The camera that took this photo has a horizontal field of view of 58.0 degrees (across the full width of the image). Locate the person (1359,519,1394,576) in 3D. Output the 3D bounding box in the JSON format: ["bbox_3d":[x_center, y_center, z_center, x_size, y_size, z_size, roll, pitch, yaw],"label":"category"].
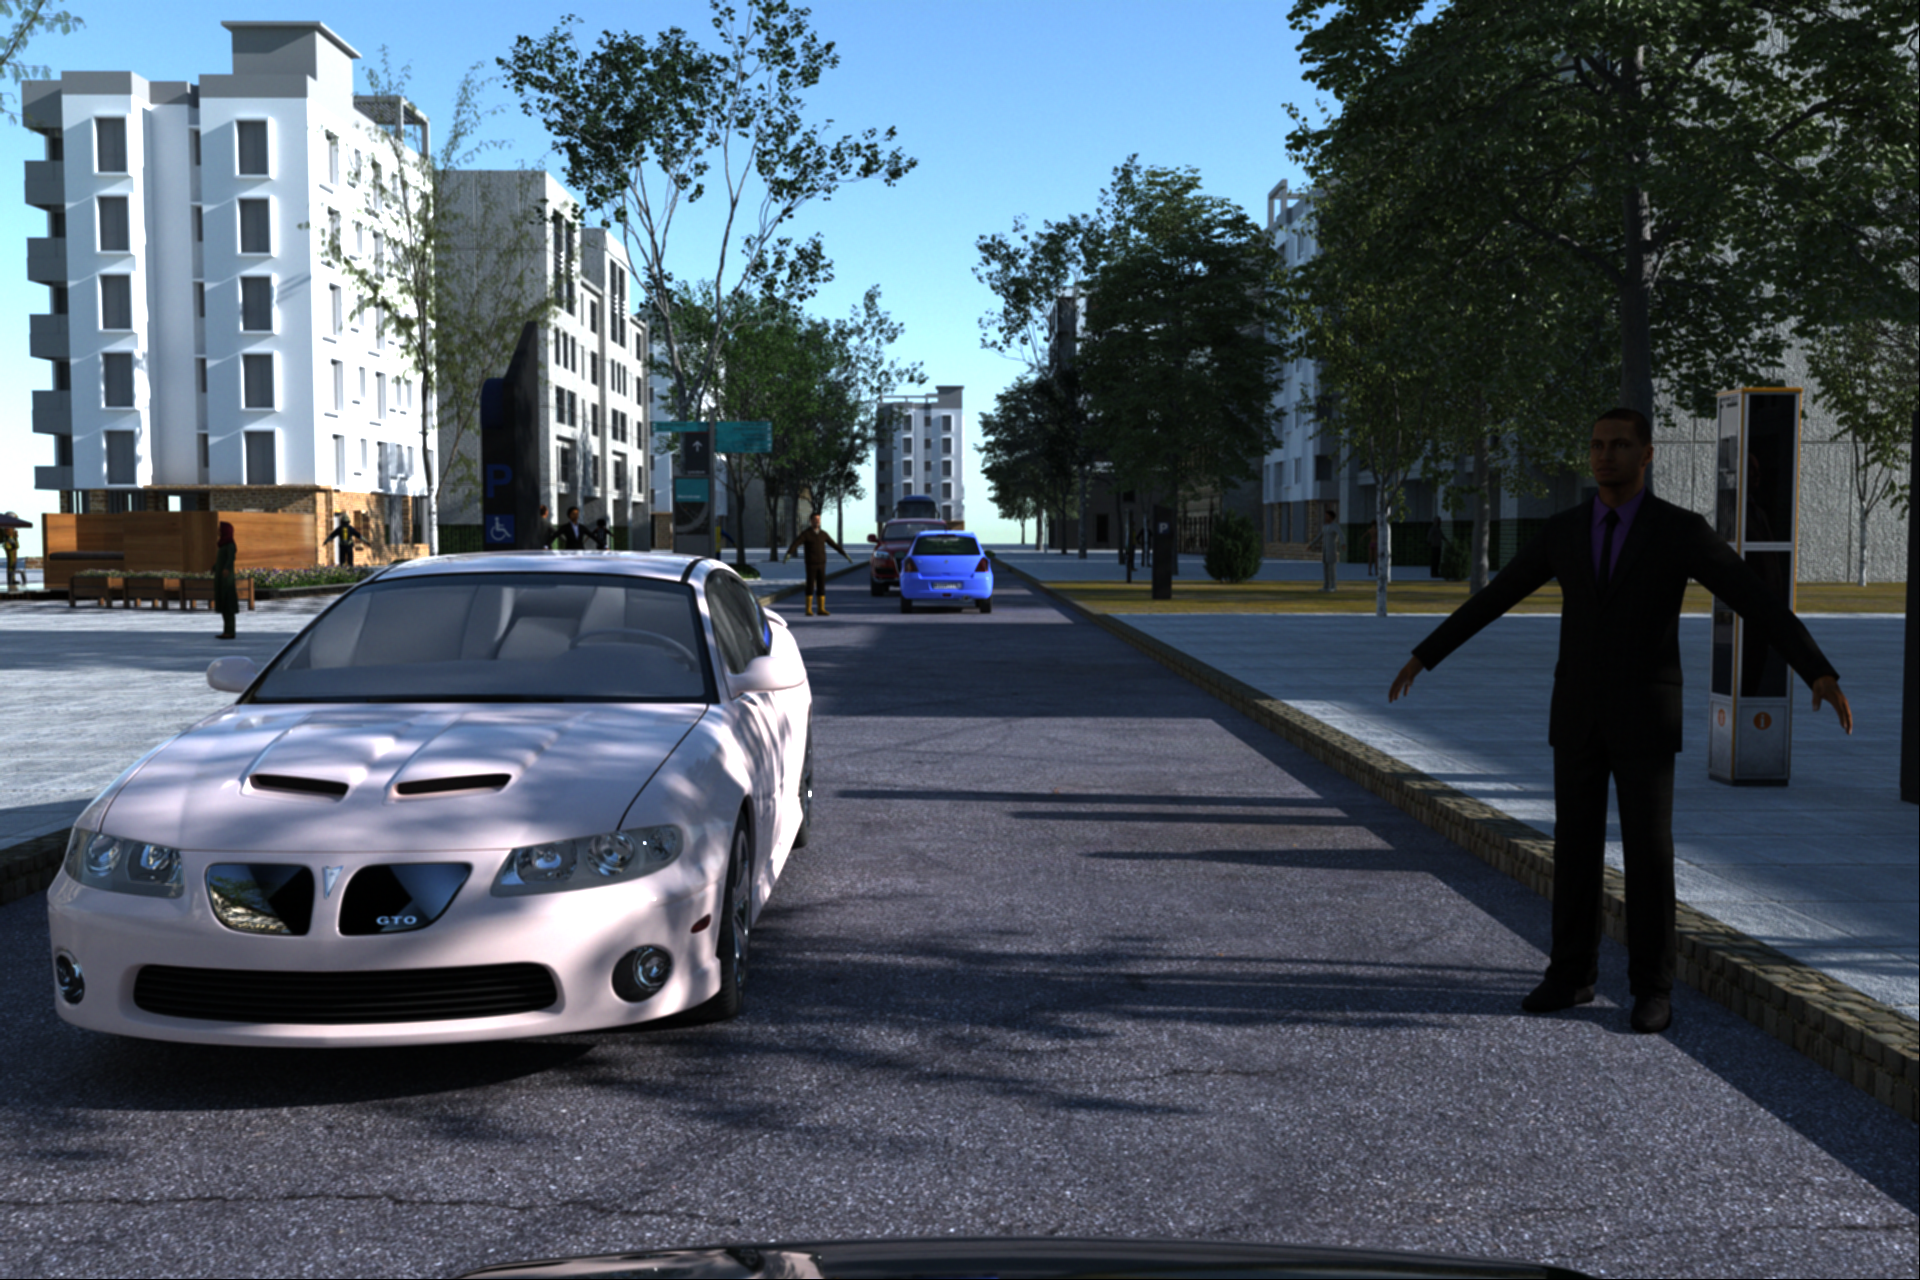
[{"bbox_3d":[12.861,-2.862,53.589,0.721,1.733,1.217,-3,5,-43],"label":"person"}]

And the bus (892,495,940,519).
[{"bbox_3d":[-2.721,-7.393,112.416,2.896,3.916,12.251,0,4,0],"label":"bus"}]

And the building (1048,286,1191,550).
[{"bbox_3d":[21.905,-19.281,159.222,27.936,21.610,32.646,0,4,0],"label":"building"}]

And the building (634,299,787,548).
[{"bbox_3d":[-27.116,-20.629,168.216,19.493,23.208,18.063,0,3,0],"label":"building"}]

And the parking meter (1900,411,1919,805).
[{"bbox_3d":[4.731,-0.153,8.205,0.399,1.863,0.255,0,4,0],"label":"parking meter"}]

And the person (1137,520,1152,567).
[{"bbox_3d":[7.285,-3.769,67.553,0.705,1.837,1.347,-2,4,-34],"label":"person"}]

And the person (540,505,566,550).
[{"bbox_3d":[-7.402,-1.501,30.820,1.348,1.796,0.705,1,4,19],"label":"person"}]

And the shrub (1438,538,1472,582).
[{"bbox_3d":[13.292,-2.159,46.409,1.383,1.207,1.383,0,3,0],"label":"shrub"}]

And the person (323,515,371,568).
[{"bbox_3d":[-18.145,-2.779,51.208,1.354,1.856,0.705,-1,4,-11],"label":"person"}]

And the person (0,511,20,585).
[{"bbox_3d":[-24.121,-2.344,44.087,0.705,1.858,1.354,-2,4,-26],"label":"person"}]

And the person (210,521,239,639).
[{"bbox_3d":[-9.052,-0.734,21.212,0.599,1.438,0.989,-2,4,-32],"label":"person"}]

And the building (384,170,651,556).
[{"bbox_3d":[-28.838,-14.291,100.111,16.747,18.905,31.486,0,4,-1],"label":"building"}]

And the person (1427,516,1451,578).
[{"bbox_3d":[14.054,-2.744,50.987,0.705,1.813,1.348,3,5,42],"label":"person"}]

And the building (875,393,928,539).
[{"bbox_3d":[-10.621,-22.386,224.885,11.380,20.090,16.016,0,4,2],"label":"building"}]

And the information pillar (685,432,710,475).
[{"bbox_3d":[-6.492,-3.299,43.311,0.750,3.857,0.750,0,4,0],"label":"information pillar"}]

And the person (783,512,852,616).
[{"bbox_3d":[-2.527,-1.335,30.421,1.346,1.812,0.704,-2,4,-32],"label":"person"}]

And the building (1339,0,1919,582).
[{"bbox_3d":[25.479,-11.923,61.400,16.747,18.905,31.486,0,4,0],"label":"building"}]

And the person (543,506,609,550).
[{"bbox_3d":[-6.391,-1.353,28.840,1.216,1.740,0.721,-2,4,-31],"label":"person"}]

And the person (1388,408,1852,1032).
[{"bbox_3d":[1.932,0.217,5.138,1.346,1.802,0.704,3,5,41],"label":"person"}]

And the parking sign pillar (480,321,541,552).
[{"bbox_3d":[-5.535,-2.013,21.385,1.447,3.967,1.447,0,4,-1],"label":"parking sign pillar"}]

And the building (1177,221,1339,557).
[{"bbox_3d":[23.869,-16.863,106.639,19.493,23.208,18.063,0,4,-1],"label":"building"}]

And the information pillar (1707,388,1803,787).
[{"bbox_3d":[4.064,-0.268,8.873,0.304,2.012,0.304,0,3,0],"label":"information pillar"}]

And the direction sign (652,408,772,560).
[{"bbox_3d":[-5.249,-2.965,37.240,2.525,3.948,1.411,0,4,-1],"label":"direction sign"}]

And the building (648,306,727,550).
[{"bbox_3d":[-26.062,-17.644,144.907,16.016,20.090,11.380,0,4,-1],"label":"building"}]

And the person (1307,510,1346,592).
[{"bbox_3d":[8.234,-1.987,38.678,0.705,1.806,1.347,-2,4,-24],"label":"person"}]

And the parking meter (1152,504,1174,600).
[{"bbox_3d":[3.970,-1.723,33.877,0.399,1.863,0.255,0,4,-2],"label":"parking meter"}]

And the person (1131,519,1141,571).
[{"bbox_3d":[6.011,-3.333,60.457,0.705,1.833,1.349,2,4,23],"label":"person"}]

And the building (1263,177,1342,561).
[{"bbox_3d":[21.793,-14.509,93.639,16.016,20.090,11.380,0,3,0],"label":"building"}]

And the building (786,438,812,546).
[{"bbox_3d":[-26.655,-22.222,194.261,19.493,23.208,18.063,0,4,0],"label":"building"}]

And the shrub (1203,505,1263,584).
[{"bbox_3d":[7.085,-2.479,44.958,1.690,2.028,1.600,0,3,0],"label":"shrub"}]

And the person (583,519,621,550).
[{"bbox_3d":[-13.006,-3.469,62.862,1.345,1.843,0.704,-1,4,-8],"label":"person"}]

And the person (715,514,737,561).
[{"bbox_3d":[-5.868,-2.116,41.068,1.216,1.772,0.721,-1,4,-23],"label":"person"}]
